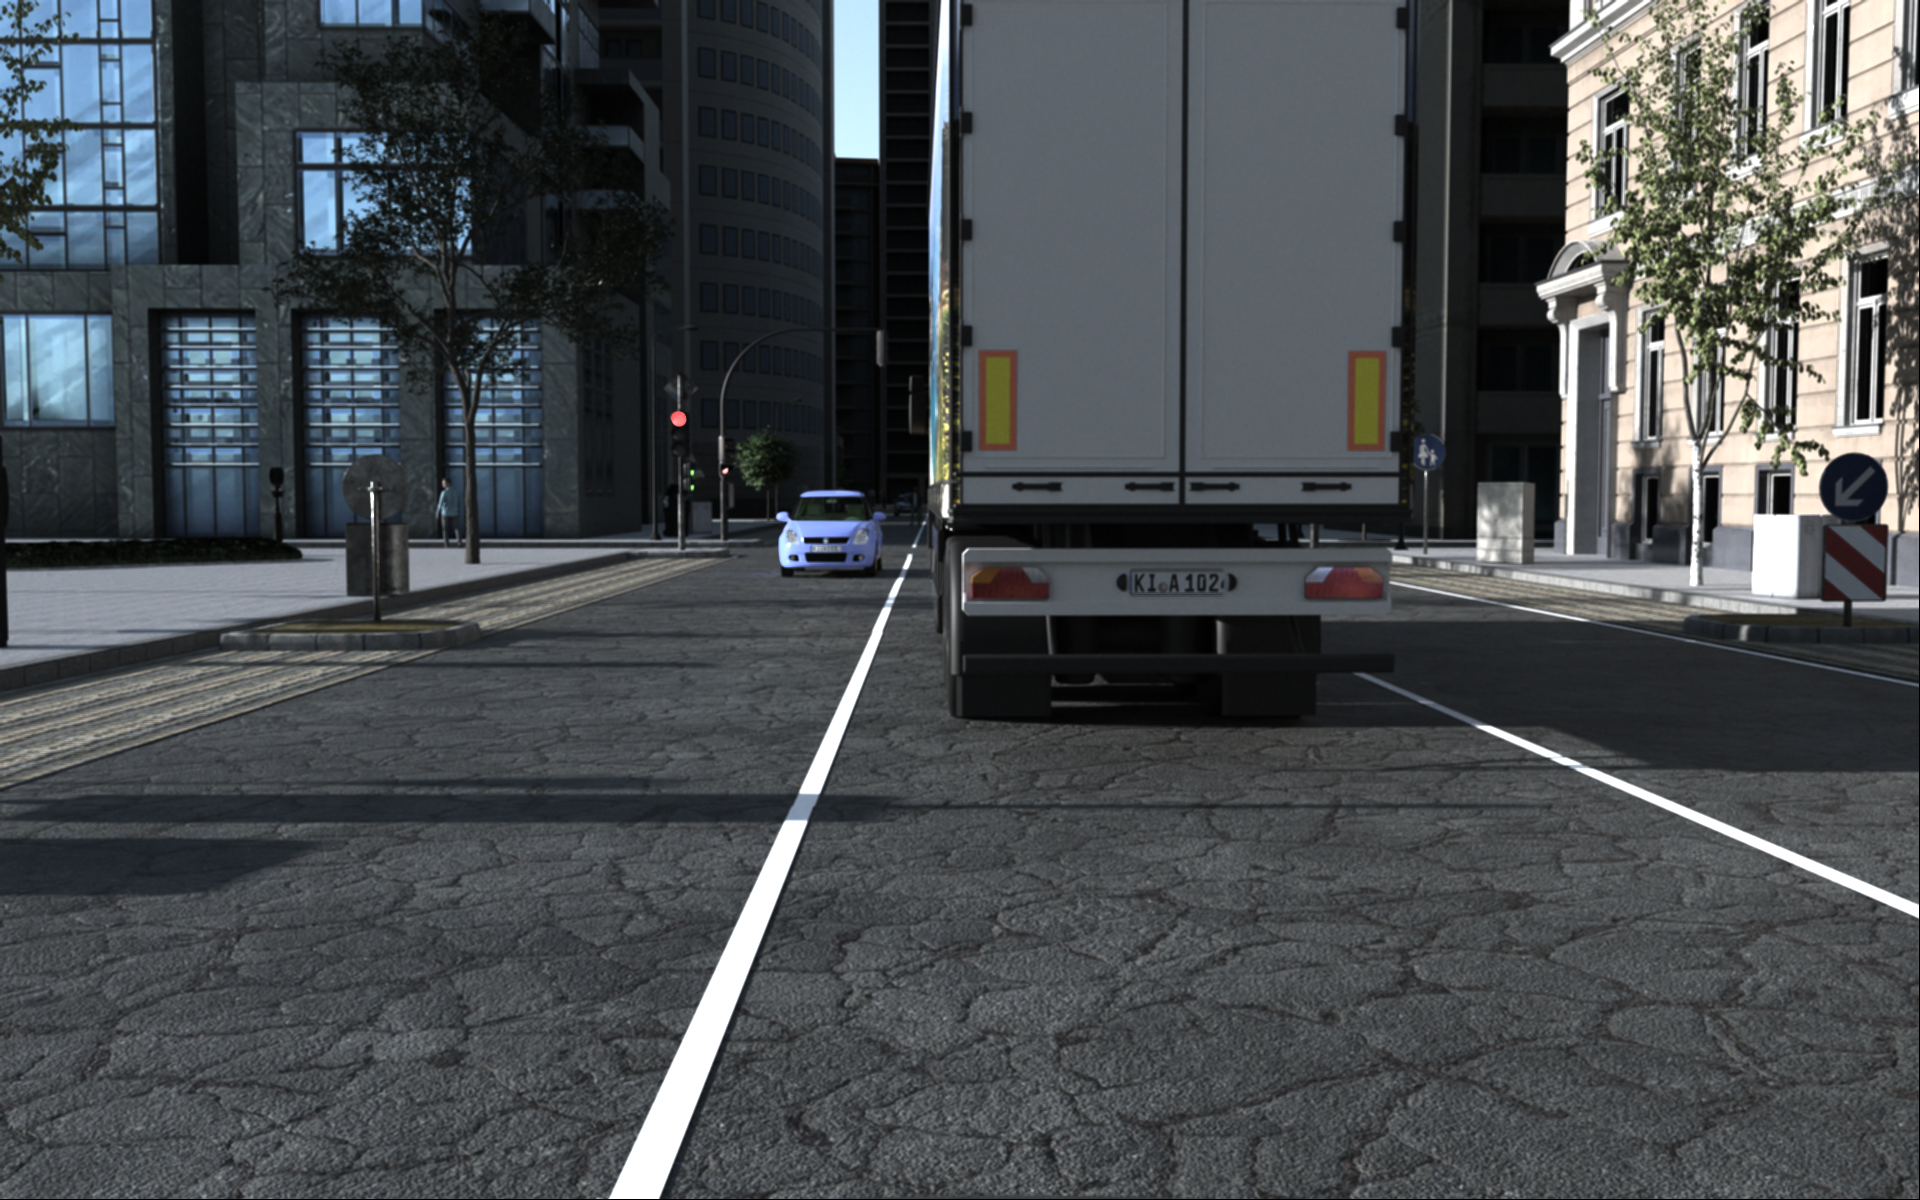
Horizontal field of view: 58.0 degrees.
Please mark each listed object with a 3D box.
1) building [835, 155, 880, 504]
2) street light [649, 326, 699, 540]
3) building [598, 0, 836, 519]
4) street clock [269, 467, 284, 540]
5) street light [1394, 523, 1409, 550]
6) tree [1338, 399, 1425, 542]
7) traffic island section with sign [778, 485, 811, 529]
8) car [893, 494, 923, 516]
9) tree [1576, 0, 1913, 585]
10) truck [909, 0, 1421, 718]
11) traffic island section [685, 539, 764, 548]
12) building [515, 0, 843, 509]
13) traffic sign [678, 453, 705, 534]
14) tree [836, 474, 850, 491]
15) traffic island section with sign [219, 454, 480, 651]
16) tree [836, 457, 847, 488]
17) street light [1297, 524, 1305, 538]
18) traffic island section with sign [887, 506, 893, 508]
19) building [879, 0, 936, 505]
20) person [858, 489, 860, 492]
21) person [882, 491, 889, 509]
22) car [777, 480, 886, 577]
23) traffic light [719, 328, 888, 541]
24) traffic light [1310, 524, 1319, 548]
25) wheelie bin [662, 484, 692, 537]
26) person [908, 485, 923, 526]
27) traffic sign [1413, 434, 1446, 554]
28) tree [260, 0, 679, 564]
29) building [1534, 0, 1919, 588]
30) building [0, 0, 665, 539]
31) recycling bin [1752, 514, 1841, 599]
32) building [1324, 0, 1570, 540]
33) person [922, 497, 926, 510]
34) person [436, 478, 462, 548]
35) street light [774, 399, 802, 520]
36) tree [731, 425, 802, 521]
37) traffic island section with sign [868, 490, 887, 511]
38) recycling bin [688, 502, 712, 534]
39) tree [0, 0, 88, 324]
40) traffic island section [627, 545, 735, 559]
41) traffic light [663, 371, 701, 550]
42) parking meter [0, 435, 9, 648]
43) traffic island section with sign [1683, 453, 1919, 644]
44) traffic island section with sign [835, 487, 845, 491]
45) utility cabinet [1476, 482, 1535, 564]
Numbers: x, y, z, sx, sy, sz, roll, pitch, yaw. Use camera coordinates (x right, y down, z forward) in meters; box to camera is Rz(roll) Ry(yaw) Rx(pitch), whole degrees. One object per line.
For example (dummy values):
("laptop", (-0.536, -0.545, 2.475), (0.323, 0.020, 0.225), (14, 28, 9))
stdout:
("building", (-24.329, -34.494, 218.602), (28.867, 44.769, 22.147), (0, 4, -1))
("street light", (-7.918, -4.614, 47.978), (1.470, 5.913, 1.316), (0, 4, -1))
("building", (-18.619, -34.151, 100.374), (21.231, 58.520, 28.212), (0, 4, -1))
("street clock", (-18.473, -2.587, 46.860), (0.358, 2.002, 0.471), (-3, 5, -41))
("street light", (9.622, -4.109, 39.721), (1.470, 5.913, 1.316), (0, 4, -1))
("tree", (11.011, -3.892, 47.344), (4.285, 4.588, 4.351), (0, 3, 0))
("traffic island section with sign", (-6.499, -3.890, 72.227), (1.989, 1.847, 2.006), (0, 4, -1))
("car", (-3.438, -6.270, 114.518), (2.014, 1.417, 4.499), (0, 4, 0))
("tree", (10.384, -4.499, 23.914), (4.737, 8.622, 4.395), (0, 3, 0))
("truck", (0.983, -1.559, 14.395), (2.839, 4.237, 11.283), (0, 4, -2))
("traffic island section", (-6.491, -1.550, 47.621), (2.009, 0.180, 2.903), (0, 4, -1))
("building", (-28.670, -53.305, 184.209), (31.000, 86.520, 22.319), (0, 4, -1))
("traffic sign", (-8.540, -3.368, 55.069), (0.884, 2.594, 0.081), (0, 4, 4))
("tree", (-9.834, -9.135, 143.956), (1.663, 3.219, 1.824), (0, 3, 0))
("traffic island section with sign", (-5.740, -0.490, 16.641), (1.989, 1.847, 2.006), (0, 4, -1))
("tree", (-9.951, -8.794, 127.500), (4.285, 4.588, 4.351), (0, 3, 0))
("street light", (9.395, -4.769, 50.518), (1.470, 5.913, 1.316), (0, 4, -1))
("traffic island section with sign", (-7.921, -10.341, 177.697), (1.989, 1.847, 2.006), (0, 4, -1))
("building", (0.445, -47.673, 217.706), (20.611, 71.187, 20.563), (0, 4, -1))
("person", (-10.679, -10.822, 183.069), (1.348, 1.812, 0.705), (1, 4, 23))
("person", (-7.228, -9.668, 167.290), (0.721, 1.743, 1.217), (2, 4, 31))
("car", (-2.285, -1.320, 31.166), (1.945, 1.707, 3.694), (0, 4, 0))
("traffic light", (-4.361, -4.458, 47.550), (4.771, 5.953, 1.251), (0, 4, -1))
("traffic light", (6.026, -3.968, 39.544), (4.771, 5.953, 1.251), (0, 4, -1))
("wheelie bin", (-8.469, -2.696, 51.983), (0.693, 1.594, 0.980), (2, 4, 29))
("person", (-1.914, -4.138, 76.136), (0.794, 1.824, 0.713), (2, 4, 24))
("traffic sign", (9.939, -2.251, 36.913), (0.768, 2.556, 0.104), (0, 4, 0))
("tree", (-8.841, -5.962, 31.897), (8.767, 10.594, 7.601), (1, 4, 19))
("building", (19.328, -14.768, 27.362), (13.634, 28.700, 20.117), (0, 4, -1))
("building", (-22.200, -45.826, 61.932), (22.319, 86.520, 31.000), (0, 4, -1))
("recycling bin", (10.391, -0.549, 21.526), (0.722, 1.027, 0.722), (-1, 4, -21))
("building", (23.902, -26.554, 57.862), (21.600, 48.544, 21.300), (0, 4, -1))
("person", (-3.647, -9.089, 160.367), (1.065, 1.426, 0.557), (0, 4, -5))
("person", (-12.793, -2.146, 43.442), (0.638, 1.841, 0.748), (-2, 4, -35))
("street light", (-8.387, -6.854, 84.603), (1.470, 5.913, 1.316), (0, 4, -1))
("tree", (-9.157, -6.006, 81.906), (4.285, 4.588, 4.351), (0, 3, 0))
("traffic island section with sign", (-7.537, -8.608, 149.376), (1.989, 1.847, 2.006), (0, 4, -1))
("recycling bin", (-8.436, -2.657, 55.989), (0.722, 1.027, 0.722), (-1, 4, -20))
("tree", (-13.525, -4.411, 22.483), (4.737, 8.622, 4.395), (0, 3, 0))
("traffic island section", (-6.383, -1.062, 39.637), (2.009, 0.180, 2.903), (0, 4, -1))
("traffic light", (-6.343, -3.094, 39.503), (0.839, 4.253, 0.868), (0, 4, -1))
("parking meter", (-8.166, -0.534, 14.440), (0.399, 1.863, 0.255), (-3, 5, -40))
("traffic island section with sign", (8.470, -0.538, 17.417), (1.989, 1.847, 2.006), (0, 4, -1))
("traffic island section with sign", (-6.872, -5.593, 100.079), (1.989, 1.847, 2.006), (0, 4, -1))
("utility cabinet", (10.088, -1.427, 32.009), (0.318, 1.500, 1.173), (-2, 4, -26))
